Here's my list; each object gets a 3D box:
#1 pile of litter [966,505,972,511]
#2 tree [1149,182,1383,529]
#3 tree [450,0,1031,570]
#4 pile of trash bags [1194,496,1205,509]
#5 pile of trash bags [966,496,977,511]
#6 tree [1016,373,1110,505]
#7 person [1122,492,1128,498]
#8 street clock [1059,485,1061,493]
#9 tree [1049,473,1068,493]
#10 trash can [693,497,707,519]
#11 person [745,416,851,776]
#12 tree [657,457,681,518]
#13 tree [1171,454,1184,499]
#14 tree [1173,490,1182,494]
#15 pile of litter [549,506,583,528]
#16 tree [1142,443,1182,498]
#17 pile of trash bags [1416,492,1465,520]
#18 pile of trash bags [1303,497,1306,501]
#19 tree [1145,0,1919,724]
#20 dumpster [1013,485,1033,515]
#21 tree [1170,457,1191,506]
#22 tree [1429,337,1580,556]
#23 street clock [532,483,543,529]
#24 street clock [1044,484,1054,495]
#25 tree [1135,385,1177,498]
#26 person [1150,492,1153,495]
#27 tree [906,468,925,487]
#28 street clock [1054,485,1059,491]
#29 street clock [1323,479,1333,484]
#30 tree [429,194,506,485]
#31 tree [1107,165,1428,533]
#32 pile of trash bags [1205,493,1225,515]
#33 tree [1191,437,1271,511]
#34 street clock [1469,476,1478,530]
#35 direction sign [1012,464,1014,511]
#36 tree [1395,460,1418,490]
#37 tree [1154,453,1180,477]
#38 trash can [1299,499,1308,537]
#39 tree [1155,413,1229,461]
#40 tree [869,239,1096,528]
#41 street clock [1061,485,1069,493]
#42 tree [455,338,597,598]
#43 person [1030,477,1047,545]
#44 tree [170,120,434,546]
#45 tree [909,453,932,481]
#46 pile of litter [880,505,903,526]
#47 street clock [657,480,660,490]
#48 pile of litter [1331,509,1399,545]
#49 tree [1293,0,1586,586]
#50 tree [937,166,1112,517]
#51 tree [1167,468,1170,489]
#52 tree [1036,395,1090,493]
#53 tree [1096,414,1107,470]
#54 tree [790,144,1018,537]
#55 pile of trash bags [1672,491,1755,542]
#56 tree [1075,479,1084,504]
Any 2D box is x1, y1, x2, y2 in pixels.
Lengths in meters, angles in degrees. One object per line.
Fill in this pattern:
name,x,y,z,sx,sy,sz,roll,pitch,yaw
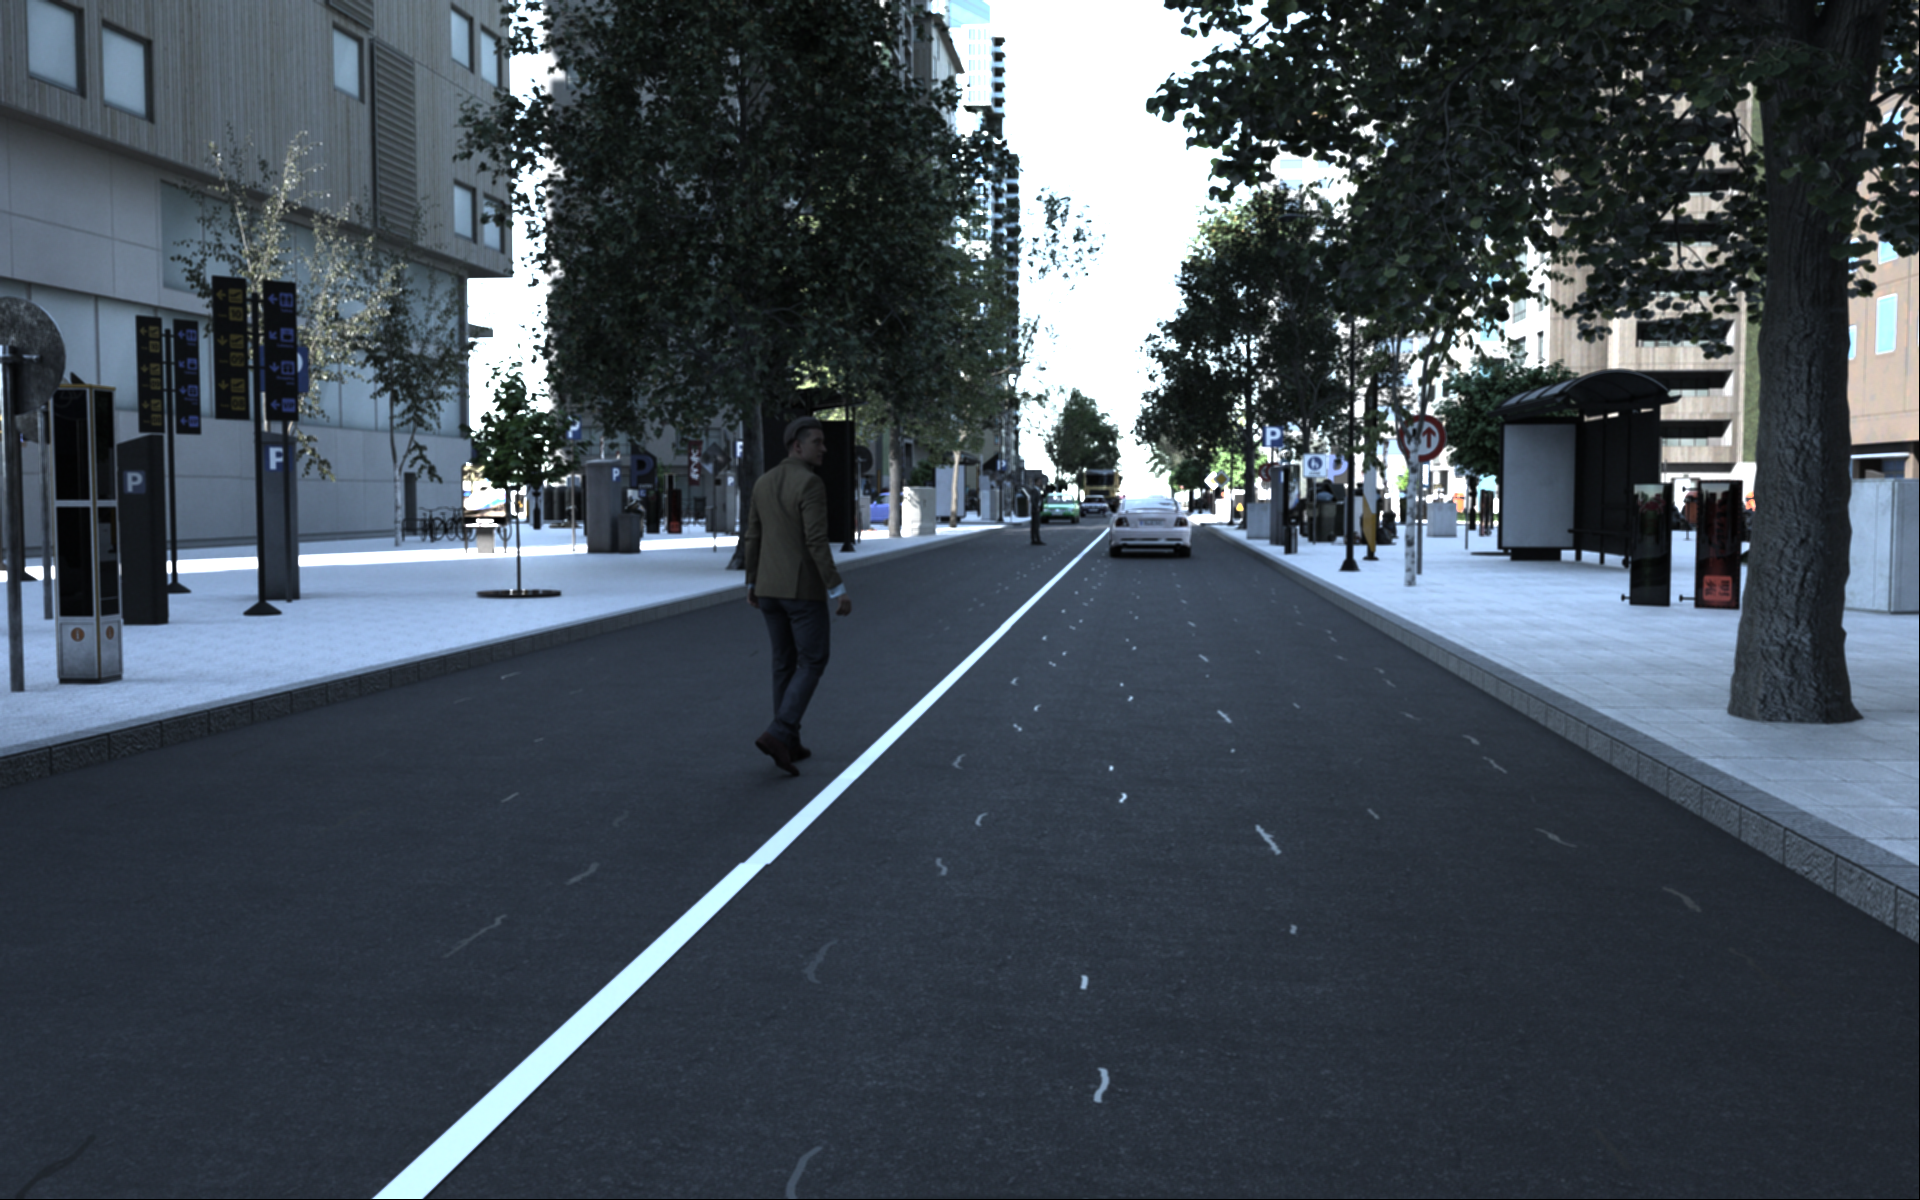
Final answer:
pile of litter,0.147,-7.103,130.097,1.719,0.858,1.176,1,4,9
tree,10.473,-8.922,62.890,9.611,12.733,9.660,0,3,0
tree,-3.600,-6.875,29.408,9.611,12.733,9.660,0,3,0
pile of trash bags,20.573,-8.224,144.208,1.912,1.369,3.447,0,4,-4
pile of trash bags,1.397,-7.604,134.074,1.912,1.369,3.447,3,5,44
tree,8.624,-13.709,149.899,9.928,11.665,9.643,0,3,0
person,23.156,-14.293,242.871,1.217,1.739,0.721,-3,5,-40
street clock,7.972,-8.140,137.662,0.471,2.002,0.358,-1,4,-11
tree,7.839,-8.959,141.074,1.663,3.219,1.824,0,3,0
trash can,-13.446,-4.768,89.607,0.748,1.137,0.748,0,3,0
person,-0.855,-0.039,9.043,0.656,1.842,0.836,1,4,13
tree,-15.896,-5.938,91.690,1.663,3.219,1.824,0,3,0
tree,26.964,-15.774,208.260,4.360,8.622,3.978,0,3,0
tree,30.306,-15.202,243.159,1.663,3.219,1.824,0,3,0
pile of litter,-14.898,-3.148,65.429,1.176,0.858,1.719,-2,4,-25
tree,28.908,-19.545,237.695,7.486,12.596,7.792,0,3,0
pile of trash bags,23.304,-4.508,83.460,1.912,1.369,3.447,-1,4,-15
pile of trash bags,28.928,-8.482,148.436,3.447,1.369,1.912,1,4,21
tree,4.719,-6.300,9.665,9.857,13.997,8.962,0,3,0
dumpster,3.972,-6.250,107.945,1.264,1.857,1.865,0,4,6
tree,18.473,-8.925,129.635,4.285,4.588,4.351,0,3,0
tree,11.499,-3.229,36.510,4.285,4.588,4.351,0,3,0
street clock,-15.353,-3.562,62.809,0.471,2.002,0.358,2,4,25
street clock,6.346,-7.387,125.350,0.471,2.002,0.358,-1,4,-13
tree,31.190,-24.318,253.481,12.611,20.169,13.585,0,3,0
person,30.492,-16.424,276.903,0.709,1.838,0.599,-2,4,-33
tree,-3.366,-8.174,128.248,1.663,3.219,1.824,0,3,0
street clock,7.316,-8.070,136.518,0.471,2.002,0.358,-1,4,-10
street clock,17.722,-4.831,83.561,0.471,2.002,0.358,2,4,29
tree,-13.543,-5.620,42.245,4.360,8.622,3.978,0,3,0
tree,9.813,-7.031,49.375,7.601,10.594,8.767,3,4,36
pile of trash bags,16.123,-5.824,104.969,1.912,1.369,3.447,0,4,2
tree,13.776,-6.228,85.540,4.285,4.588,4.351,0,3,0
street clock,18.211,-3.482,61.508,0.358,2.002,0.471,-1,4,-17
direction sign,3.983,-8.514,131.201,0.379,3.537,0.876,0,3,0
tree,25.054,-6.252,96.820,1.663,3.219,1.824,0,3,0
tree,35.682,-22.165,288.149,9.928,11.665,9.643,0,3,0
trash can,10.471,-2.459,51.858,0.748,1.137,0.748,0,3,0
tree,22.853,-15.872,169.883,12.009,13.543,11.850,0,3,0
tree,-0.235,-7.927,64.012,8.767,10.594,7.601,-1,4,-8
street clock,8.365,-8.060,136.348,0.358,2.002,0.471,2,4,24
tree,-5.521,-1.650,21.587,1.663,3.219,1.824,0,3,0
person,2.232,-2.525,49.138,0.474,1.900,0.648,0,4,4
tree,-13.731,-5.181,35.068,4.360,8.622,3.978,0,3,0
tree,-2.291,-9.401,137.413,4.285,4.588,4.351,0,3,0
pile of litter,-2.662,-3.456,70.471,1.176,0.858,1.719,3,5,43
street clock,-15.801,-5.230,90.077,0.358,2.002,0.471,-3,4,-36
pile of litter,10.246,-1.835,43.969,1.719,0.858,1.176,0,4,8
tree,6.479,-4.510,24.093,4.737,8.622,4.395,0,3,0
tree,1.395,-14.832,98.386,12.611,20.169,13.585,0,3,0
tree,18.324,-9.408,137.537,4.285,4.588,4.351,0,3,0
tree,7.344,-10.906,128.678,4.360,8.622,3.978,0,3,0
tree,12.736,-15.458,187.155,8.767,10.594,7.601,-1,4,-15
tree,-2.345,-8.151,51.402,7.486,12.596,7.792,0,3,0
pile of trash bags,21.187,-2.296,47.298,1.912,1.369,3.447,-2,4,-25
tree,18.108,-15.835,242.623,4.285,4.588,4.351,0,3,0
